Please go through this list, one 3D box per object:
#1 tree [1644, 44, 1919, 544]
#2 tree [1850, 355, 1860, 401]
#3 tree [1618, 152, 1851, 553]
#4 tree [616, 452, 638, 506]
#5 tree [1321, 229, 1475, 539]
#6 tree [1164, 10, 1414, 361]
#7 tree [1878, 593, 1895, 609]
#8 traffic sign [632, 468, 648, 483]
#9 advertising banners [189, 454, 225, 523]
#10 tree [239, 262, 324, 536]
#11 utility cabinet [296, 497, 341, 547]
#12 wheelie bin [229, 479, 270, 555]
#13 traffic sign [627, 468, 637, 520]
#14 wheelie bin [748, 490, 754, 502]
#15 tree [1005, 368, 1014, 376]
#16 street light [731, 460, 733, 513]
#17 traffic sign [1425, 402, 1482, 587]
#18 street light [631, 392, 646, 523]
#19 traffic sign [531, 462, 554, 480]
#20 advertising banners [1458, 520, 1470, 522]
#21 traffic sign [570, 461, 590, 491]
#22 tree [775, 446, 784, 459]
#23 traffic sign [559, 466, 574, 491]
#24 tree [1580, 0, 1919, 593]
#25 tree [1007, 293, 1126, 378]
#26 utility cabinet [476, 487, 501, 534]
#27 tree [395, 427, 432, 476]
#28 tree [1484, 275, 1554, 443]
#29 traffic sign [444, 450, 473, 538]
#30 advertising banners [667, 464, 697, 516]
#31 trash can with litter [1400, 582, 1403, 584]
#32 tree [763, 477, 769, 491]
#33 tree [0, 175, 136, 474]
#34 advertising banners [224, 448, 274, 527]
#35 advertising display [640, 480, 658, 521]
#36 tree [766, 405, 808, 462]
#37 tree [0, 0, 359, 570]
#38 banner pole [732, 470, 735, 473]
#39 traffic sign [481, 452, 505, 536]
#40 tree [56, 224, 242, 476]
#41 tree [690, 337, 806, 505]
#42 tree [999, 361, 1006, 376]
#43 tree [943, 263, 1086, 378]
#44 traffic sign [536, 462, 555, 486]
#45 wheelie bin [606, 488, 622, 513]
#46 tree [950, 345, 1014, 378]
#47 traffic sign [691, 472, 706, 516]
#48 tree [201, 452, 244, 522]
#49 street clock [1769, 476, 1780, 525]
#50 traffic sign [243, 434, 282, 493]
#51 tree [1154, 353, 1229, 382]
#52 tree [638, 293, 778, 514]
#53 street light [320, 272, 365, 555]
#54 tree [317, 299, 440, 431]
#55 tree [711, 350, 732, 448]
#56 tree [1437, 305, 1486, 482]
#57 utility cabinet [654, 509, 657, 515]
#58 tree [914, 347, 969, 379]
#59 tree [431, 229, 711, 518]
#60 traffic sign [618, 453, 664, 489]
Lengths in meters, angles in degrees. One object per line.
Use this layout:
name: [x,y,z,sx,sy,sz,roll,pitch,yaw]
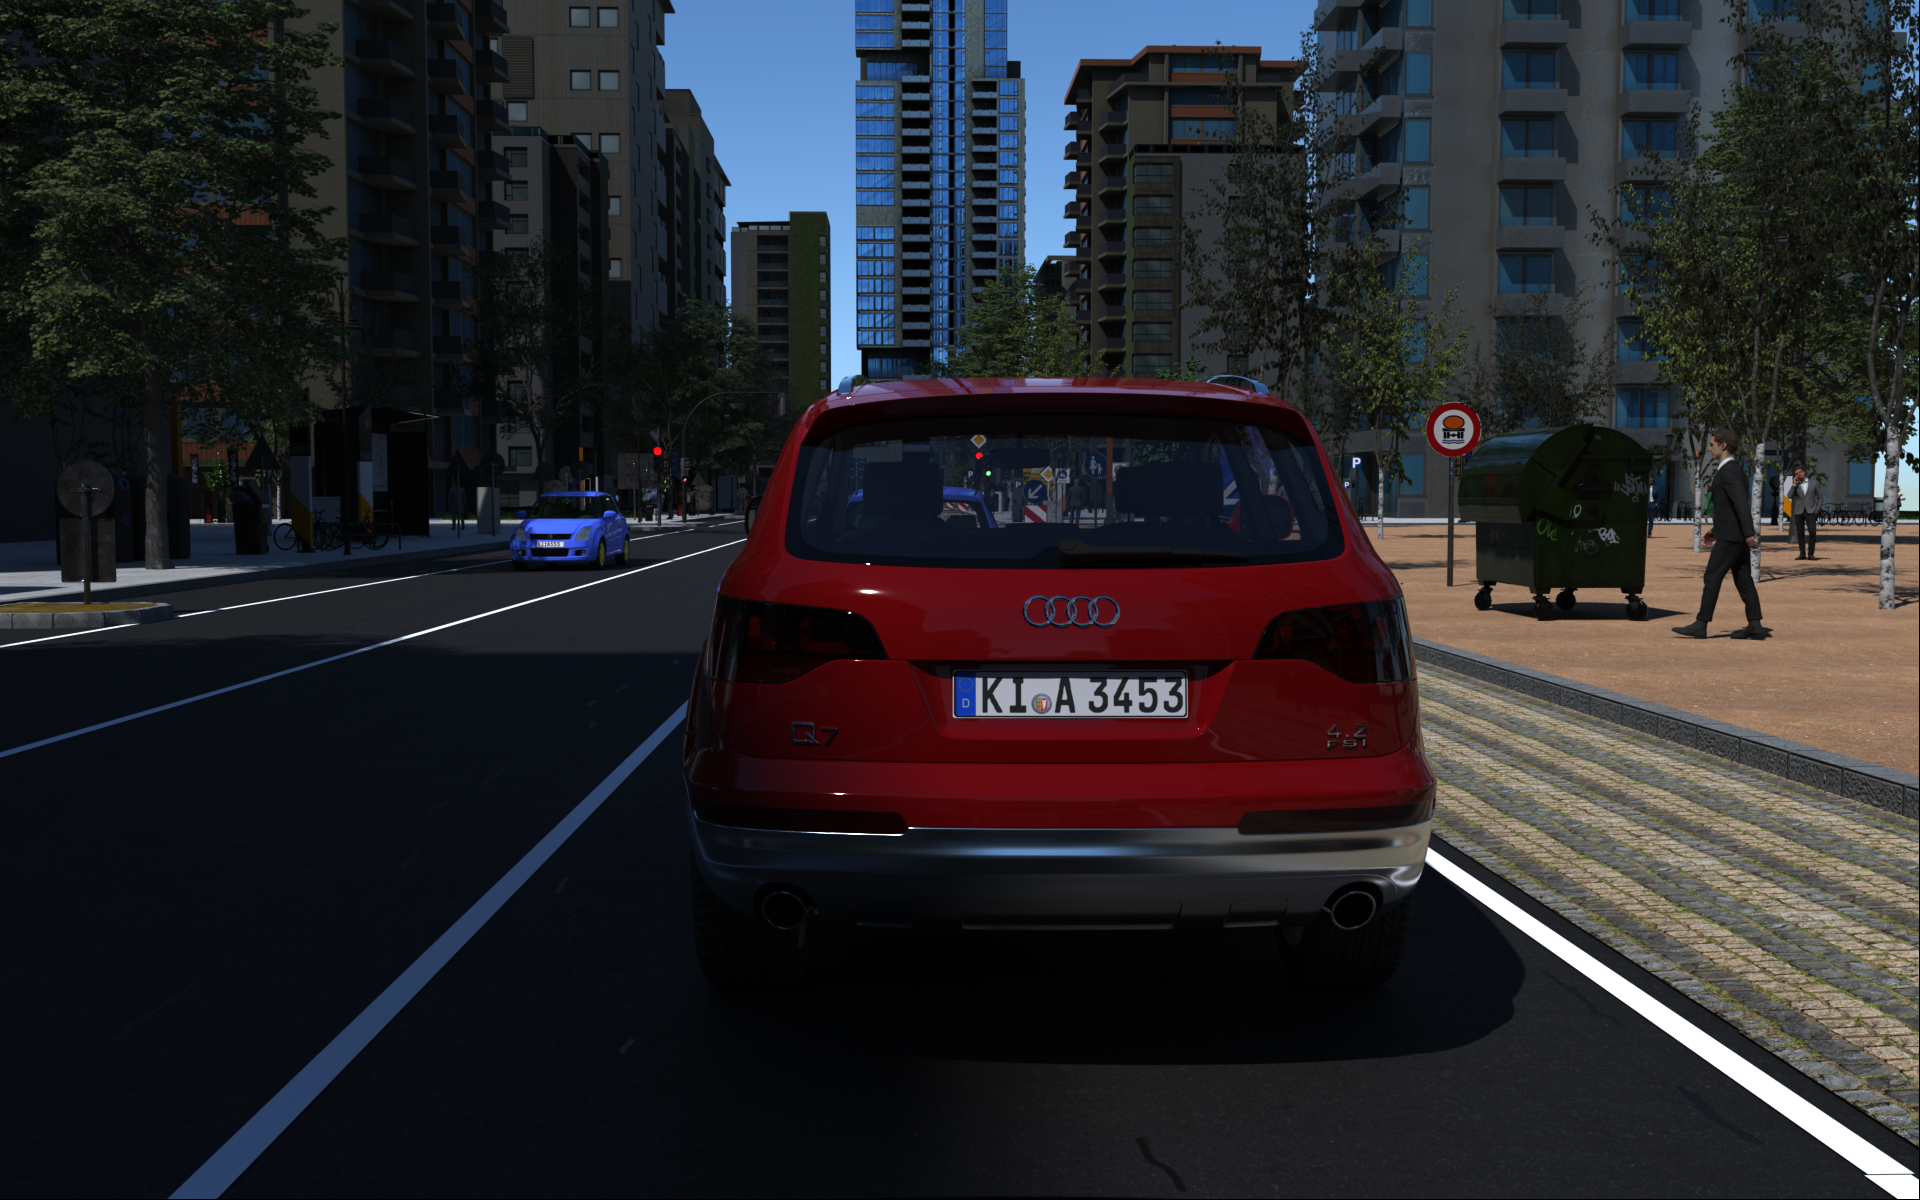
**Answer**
tree: [21.383,-7.741,44.685,7.486,12.596,7.792,0,3,0]
tree: [27.883,-6.593,58.154,4.737,8.622,4.395,0,3,0]
tree: [16.149,-5.328,37.475,4.737,8.622,4.395,0,3,0]
tree: [-25.148,-9.232,134.658,4.285,4.588,4.351,0,3,0]
tree: [12.193,-6.030,48.949,4.737,8.622,4.395,0,3,0]
tree: [5.010,-4.712,27.402,4.360,8.622,3.978,0,3,0]
tree: [10.592,-4.202,19.071,4.360,8.622,3.978,0,3,0]
traffic sign: [-15.375,-5.081,83.188,0.768,2.556,0.104,0,4,4]
advertising banners: [-33.012,-4.886,76.068,0.090,3.025,2.074,1,4,22]
tree: [-21.327,-6.266,52.817,4.737,8.622,4.395,0,3,0]
utility cabinet: [-15.713,-1.910,42.384,1.020,1.237,0.306,-2,4,-33]
wheelie bin: [-15.105,-1.768,36.819,0.693,1.594,0.980,0,4,-6]
traffic sign: [-16.104,-5.235,85.698,0.768,2.556,0.104,0,4,5]
wheelie bin: [-18.074,-8.685,149.909,0.980,1.594,0.693,-3,5,-42]
tree: [3.022,-11.349,119.971,7.601,10.594,8.767,1,4,11]
street light: [-15.650,-8.924,118.699,0.468,5.910,1.993,0,4,-2]
traffic sign: [6.807,-1.460,23.984,0.768,2.556,0.104,0,4,2]
street light: [-14.389,-6.409,77.573,0.468,5.910,1.993,0,4,-2]
traffic sign: [-15.908,-4.034,65.955,0.884,2.594,0.081,0,3,0]
advertising banners: [23.779,-5.068,79.045,2.074,3.025,0.090,0,4,-8]
traffic sign: [-14.443,-4.017,65.791,0.768,2.556,0.104,0,4,0]
tree: [-18.135,-14.573,188.627,4.360,8.622,3.978,0,3,0]
traffic sign: [-17.899,-4.820,78.905,0.768,2.556,0.104,0,4,6]
tree: [11.470,-4.568,25.054,4.360,8.622,3.978,0,3,0]
tree: [3.687,-6.938,63.806,4.737,8.622,4.395,0,3,0]
utility cabinet: [-15.142,-2.873,55.647,0.318,1.500,1.173,-3,4,-38]
tree: [-27.418,-6.150,84.261,4.285,4.588,4.351,0,3,0]
tree: [20.297,-6.645,59.008,4.360,8.622,3.978,0,3,0]
traffic sign: [-14.643,-3.091,50.543,0.884,2.594,0.081,0,4,8]
advertising banners: [-16.335,-6.435,101.405,2.074,3.025,0.090,-3,4,-38]
trash can with litter: [5.356,-0.868,25.251,1.678,1.210,2.233,0,4,-8]
tree: [-18.639,-10.742,170.237,1.663,3.219,1.824,0,3,0]
tree: [-20.800,-5.475,39.871,4.360,8.622,3.978,0,3,0]
advertising banners: [-26.779,-4.228,65.319,2.074,3.025,0.090,1,4,19]
advertising display: [-14.724,-4.694,81.954,0.123,1.923,0.974,3,5,42]
tree: [-18.593,-16.764,199.854,9.928,11.665,9.643,0,3,0]
tree: [-14.060,-6.782,29.012,7.486,12.596,7.792,0,3,0]
banner pole: [-16.825,-8.425,127.768,0.863,3.779,0.401,-2,4,-23]
traffic sign: [-14.177,-3.209,52.575,0.768,2.556,0.104,0,4,7]
tree: [-21.539,-5.787,44.985,4.737,8.622,4.395,0,3,0]
tree: [-16.766,-13.810,136.168,12.009,13.543,11.850,0,3,0]
tree: [2.750,-8.805,94.322,4.360,8.622,3.978,0,3,0]
tree: [2.586,-10.249,85.701,7.486,12.596,7.792,0,3,0]
traffic sign: [-16.596,-4.231,69.279,0.768,2.556,0.104,0,4,0]
wheelie bin: [-17.524,-4.866,87.473,0.980,1.594,0.693,2,4,29]
tree: [2.180,-13.953,138.499,12.009,13.543,11.850,0,3,0]
traffic sign: [-15.175,-6.145,100.479,0.884,2.594,0.081,0,4,1]
tree: [-34.133,-5.206,79.717,1.663,3.219,1.824,0,3,0]
street clock: [33.362,-4.057,70.896,0.471,2.002,0.358,-1,4,-23]
traffic sign: [-15.189,-2.307,37.725,0.884,2.594,0.081,0,4,5]
tree: [5.331,-3.470,40.441,4.285,4.588,4.351,0,3,0]
tree: [-16.370,-12.511,111.206,9.857,13.997,8.962,0,3,0]
street light: [-12.898,-3.884,36.284,0.468,5.910,1.993,0,4,-2]
tree: [-22.356,-7.077,66.074,4.360,8.622,3.978,0,3,0]
tree: [-15.868,-9.688,92.807,7.601,10.594,8.767,-2,4,-33]
tree: [20.109,-6.976,64.423,4.360,8.622,3.978,0,3,0]
utility cabinet: [-18.137,-5.793,103.392,0.318,1.500,1.173,-1,4,-11]
tree: [0.137,-22.283,220.220,12.611,20.169,13.585,0,3,0]
tree: [-14.397,-7.691,60.155,8.767,10.594,7.601,1,4,16]
traffic sign: [-15.946,-5.666,86.513,2.265,3.308,0.079,0,4,-1]
